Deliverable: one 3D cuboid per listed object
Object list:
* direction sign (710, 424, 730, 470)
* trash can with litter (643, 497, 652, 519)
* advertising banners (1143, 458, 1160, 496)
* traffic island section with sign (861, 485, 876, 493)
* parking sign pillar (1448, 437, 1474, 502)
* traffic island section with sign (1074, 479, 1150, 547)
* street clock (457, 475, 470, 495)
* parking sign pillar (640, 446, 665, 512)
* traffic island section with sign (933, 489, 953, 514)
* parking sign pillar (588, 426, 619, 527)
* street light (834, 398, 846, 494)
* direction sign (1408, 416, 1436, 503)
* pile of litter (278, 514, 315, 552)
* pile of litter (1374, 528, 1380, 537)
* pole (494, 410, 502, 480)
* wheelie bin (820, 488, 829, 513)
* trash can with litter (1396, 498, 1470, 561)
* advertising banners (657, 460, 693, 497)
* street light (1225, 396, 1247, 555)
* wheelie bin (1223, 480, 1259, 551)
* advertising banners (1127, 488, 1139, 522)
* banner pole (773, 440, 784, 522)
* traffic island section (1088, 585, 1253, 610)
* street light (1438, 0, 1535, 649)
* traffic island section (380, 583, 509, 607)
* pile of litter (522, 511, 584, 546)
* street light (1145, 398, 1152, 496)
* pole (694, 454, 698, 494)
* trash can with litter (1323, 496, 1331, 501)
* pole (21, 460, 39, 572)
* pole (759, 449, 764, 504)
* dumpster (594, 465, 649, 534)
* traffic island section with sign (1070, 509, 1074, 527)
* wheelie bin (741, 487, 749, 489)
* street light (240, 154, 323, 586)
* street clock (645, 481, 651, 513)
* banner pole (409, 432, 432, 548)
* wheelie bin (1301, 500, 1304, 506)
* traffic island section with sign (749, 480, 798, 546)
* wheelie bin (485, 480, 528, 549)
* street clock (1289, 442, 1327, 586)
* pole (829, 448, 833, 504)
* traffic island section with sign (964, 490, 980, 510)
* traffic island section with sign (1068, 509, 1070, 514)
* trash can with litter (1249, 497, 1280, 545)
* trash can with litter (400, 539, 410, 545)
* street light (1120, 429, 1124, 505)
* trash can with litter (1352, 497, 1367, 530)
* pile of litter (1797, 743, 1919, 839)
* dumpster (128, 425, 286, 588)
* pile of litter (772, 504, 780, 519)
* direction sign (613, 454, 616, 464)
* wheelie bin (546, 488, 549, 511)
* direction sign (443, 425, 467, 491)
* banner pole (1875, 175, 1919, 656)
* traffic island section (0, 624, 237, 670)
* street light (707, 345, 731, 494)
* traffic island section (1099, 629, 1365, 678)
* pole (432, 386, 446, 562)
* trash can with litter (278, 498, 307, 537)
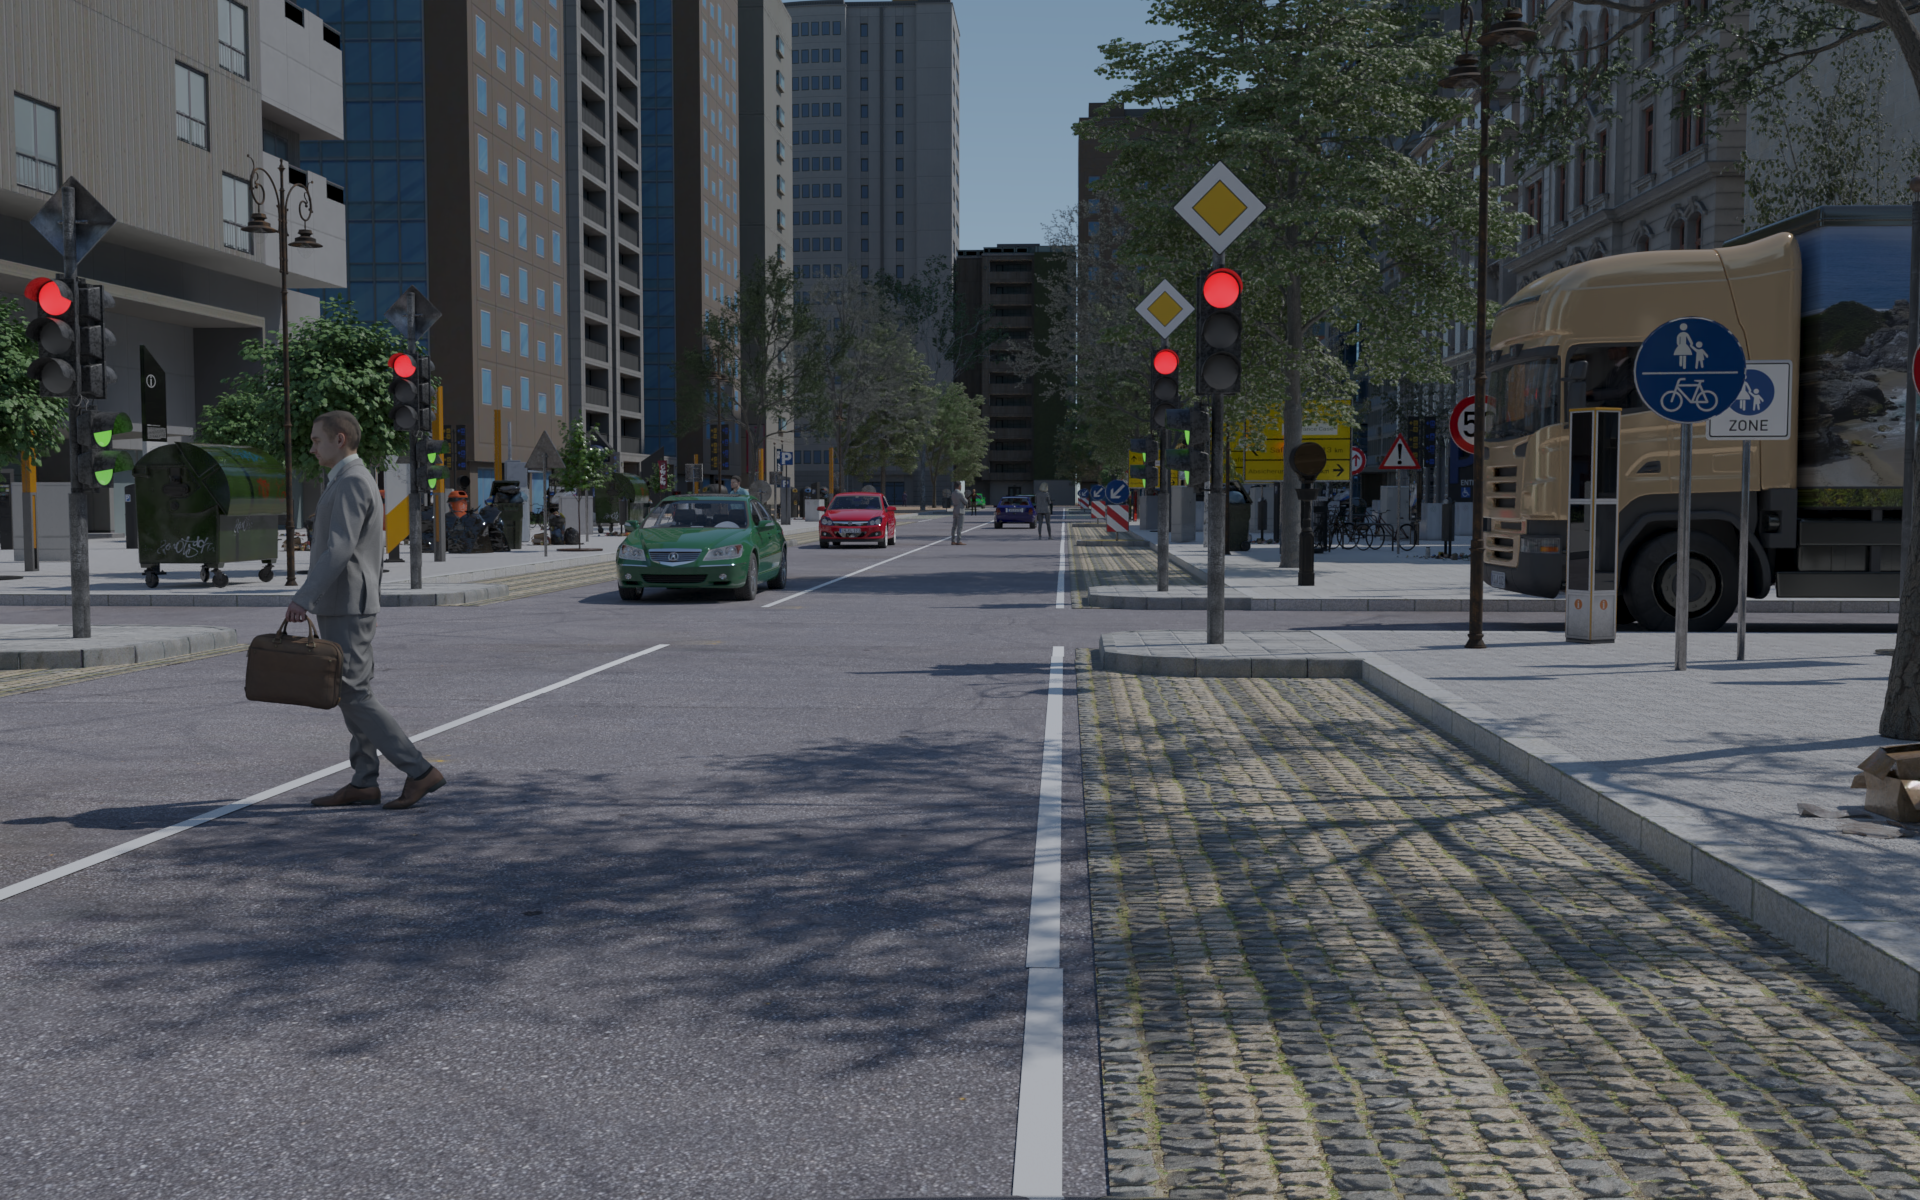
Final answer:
[{"bbox_3d":[-7.807,-3.937,56.371,0.876,3.537,0.379,3,5,40],"label":"direction sign"},{"bbox_3d":[-16.489,-4.783,89.585,0.624,1.170,1.055,3,5,44],"label":"trash can with litter"},{"bbox_3d":[7.875,-4.502,69.787,0.090,3.025,2.074,-1,4,-23],"label":"advertising banners"},{"bbox_3d":[-3.933,-4.059,74.985,1.989,1.847,2.006,0,4,3],"label":"traffic island section with sign"},{"bbox_3d":[17.227,-4.291,58.634,1.447,3.967,1.447,3,5,45],"label":"parking sign pillar"},{"bbox_3d":[4.216,-2.397,47.816,1.989,1.847,2.006,0,4,3],"label":"traffic island section with sign"},{"bbox_3d":[-19.216,-3.823,67.081,0.358,2.002,0.471,3,5,45],"label":"street clock"},{"bbox_3d":[-17.282,-6.653,97.241,1.447,3.967,1.447,-1,4,-22],"label":"parking sign pillar"},{"bbox_3d":[-0.911,-7.118,124.999,1.989,1.847,2.006,0,4,3],"label":"traffic island section with sign"},{"bbox_3d":[-14.282,-4.900,68.583,1.447,3.967,1.447,3,5,43],"label":"parking sign pillar"},{"bbox_3d":[-5.785,-6.772,83.505,0.468,5.910,1.993,0,4,3],"label":"street light"},{"bbox_3d":[13.466,-3.583,50.584,0.876,3.537,0.379,-1,4,-14],"label":"direction sign"},{"bbox_3d":[-14.851,-1.552,39.334,1.176,0.858,1.719,3,5,41],"label":"pile of litter"},{"bbox_3d":[13.052,-2.346,52.319,1.719,0.858,1.176,0,4,-4],"label":"pile of litter"},{"bbox_3d":[-11.167,-2.938,41.881,0.158,3.312,0.155,0,3,0],"label":"pole"},{"bbox_3d":[-7.242,-5.026,90.090,0.693,1.594,0.980,2,4,25],"label":"wheelie bin"},{"bbox_3d":[9.610,-1.418,34.248,1.678,1.210,2.233,0,4,6],"label":"trash can with litter"},{"bbox_3d":[-14.655,-5.715,89.623,2.074,3.025,0.090,-2,4,-30],"label":"advertising banners"},{"bbox_3d":[5.648,-3.895,36.471,0.468,5.910,1.993,0,4,3],"label":"street light"},{"bbox_3d":[6.168,-1.899,38.956,0.693,1.594,0.980,-1,4,-11],"label":"wheelie bin"},{"bbox_3d":[8.100,-5.138,80.196,0.090,3.025,2.074,2,4,25],"label":"advertising banners"},{"bbox_3d":[-8.842,-5.741,83.876,0.401,3.779,0.863,2,4,27],"label":"banner pole"},{"bbox_3d":[2.695,-0.034,22.832,2.009,0.180,2.903,0,4,3],"label":"traffic island section"},{"bbox_3d":[4.297,-2.536,14.258,0.468,5.910,1.993,0,4,3],"label":"street light"},{"bbox_3d":[-7.378,-0.071,23.444,2.009,0.180,2.903,0,4,3],"label":"traffic island section"},{"bbox_3d":[-10.286,-1.814,43.627,1.719,0.858,1.176,-1,4,-22],"label":"pile of litter"},{"bbox_3d":[7.397,-5.759,66.943,0.468,5.910,1.993,0,4,3],"label":"street light"},{"bbox_3d":[-13.536,-5.814,88.899,0.158,3.312,0.155,0,3,0],"label":"pole"},{"bbox_3d":[17.355,-4.329,82.171,0.624,1.170,1.055,2,4,31],"label":"trash can with litter"},{"bbox_3d":[-15.397,-2.128,28.635,0.158,3.312,0.155,0,3,0],"label":"pole"},{"bbox_3d":[-8.930,-5.132,77.757,0.158,3.312,0.155,0,3,0],"label":"pole"},{"bbox_3d":[-11.200,-3.335,57.026,1.502,2.255,1.985,0,4,3],"label":"dumpster"},{"bbox_3d":[5.848,-4.051,74.864,1.989,1.847,2.006,0,4,3],"label":"traffic island section with sign"},{"bbox_3d":[-10.259,-4.584,82.863,0.980,1.594,0.693,-3,5,-40],"label":"wheelie bin"},{"bbox_3d":[-9.349,-3.134,24.034,0.468,5.910,1.993,0,4,3],"label":"street light"},{"bbox_3d":[-16.950,-5.475,94.079,0.358,2.002,0.471,2,4,34],"label":"street clock"},{"bbox_3d":[-12.607,-3.105,40.780,0.863,3.779,0.401,1,4,20],"label":"banner pole"},{"bbox_3d":[16.068,-4.436,80.439,0.693,1.594,0.980,1,4,17],"label":"wheelie bin"},{"bbox_3d":[-5.562,-2.407,47.987,1.989,1.847,2.006,0,4,3],"label":"traffic island section with sign"},{"bbox_3d":[-10.494,-1.976,40.220,0.980,1.594,0.693,-2,4,-34],"label":"wheelie bin"},{"bbox_3d":[4.846,-1.200,24.184,0.471,2.002,0.358,0,4,-5],"label":"street clock"},{"bbox_3d":[-5.669,-5.041,76.258,0.158,3.312,0.155,0,3,0],"label":"pole"},{"bbox_3d":[0.729,-8.775,152.096,1.989,1.847,2.006,0,4,3],"label":"traffic island section with sign"},{"bbox_3d":[8.833,-7.081,124.402,1.989,1.847,2.006,0,4,3],"label":"traffic island section with sign"},{"bbox_3d":[7.739,-2.076,44.999,1.678,1.210,2.233,1,4,11],"label":"trash can with litter"},{"bbox_3d":[-14.528,-1.973,43.309,2.233,1.210,1.678,0,4,1],"label":"trash can with litter"},{"bbox_3d":[9.075,-7.568,96.531,0.468,5.910,1.993,0,4,3],"label":"street light"},{"bbox_3d":[14.252,-3.059,61.403,0.624,1.170,1.055,-1,4,-9],"label":"trash can with litter"},{"bbox_3d":[4.143,0.434,6.864,1.719,0.858,1.176,0,3,0],"label":"pile of litter"},{"bbox_3d":[-10.529,-1.335,24.323,1.502,2.255,1.985,0,4,3],"label":"dumpster"},{"bbox_3d":[-9.501,-4.603,89.226,1.176,0.858,1.719,-1,4,-11],"label":"pile of litter"},{"bbox_3d":[-19.682,-6.497,98.217,0.379,3.537,0.876,1,4,14],"label":"direction sign"},{"bbox_3d":[-19.279,-4.537,82.083,0.693,1.594,0.980,2,4,26],"label":"wheelie bin"},{"bbox_3d":[-16.558,-3.962,56.776,0.876,3.537,0.379,1,4,17],"label":"direction sign"},{"bbox_3d":[7.703,-1.440,13.567,0.863,3.779,0.401,3,5,43],"label":"banner pole"},{"bbox_3d":[-7.860,0.416,15.473,2.009,0.180,2.903,0,4,3],"label":"traffic island section"},{"bbox_3d":[-7.492,-4.962,53.919,0.468,5.910,1.993,0,4,3],"label":"street light"},{"bbox_3d":[2.213,0.454,14.862,2.009,0.180,2.903,0,4,3],"label":"traffic island section"},{"bbox_3d":[-9.867,-2.380,32.761,0.158,3.312,0.155,0,3,0],"label":"pole"},{"bbox_3d":[-20.144,-2.549,52.739,2.233,1.210,1.678,-1,4,-15],"label":"trash can with litter"}]
